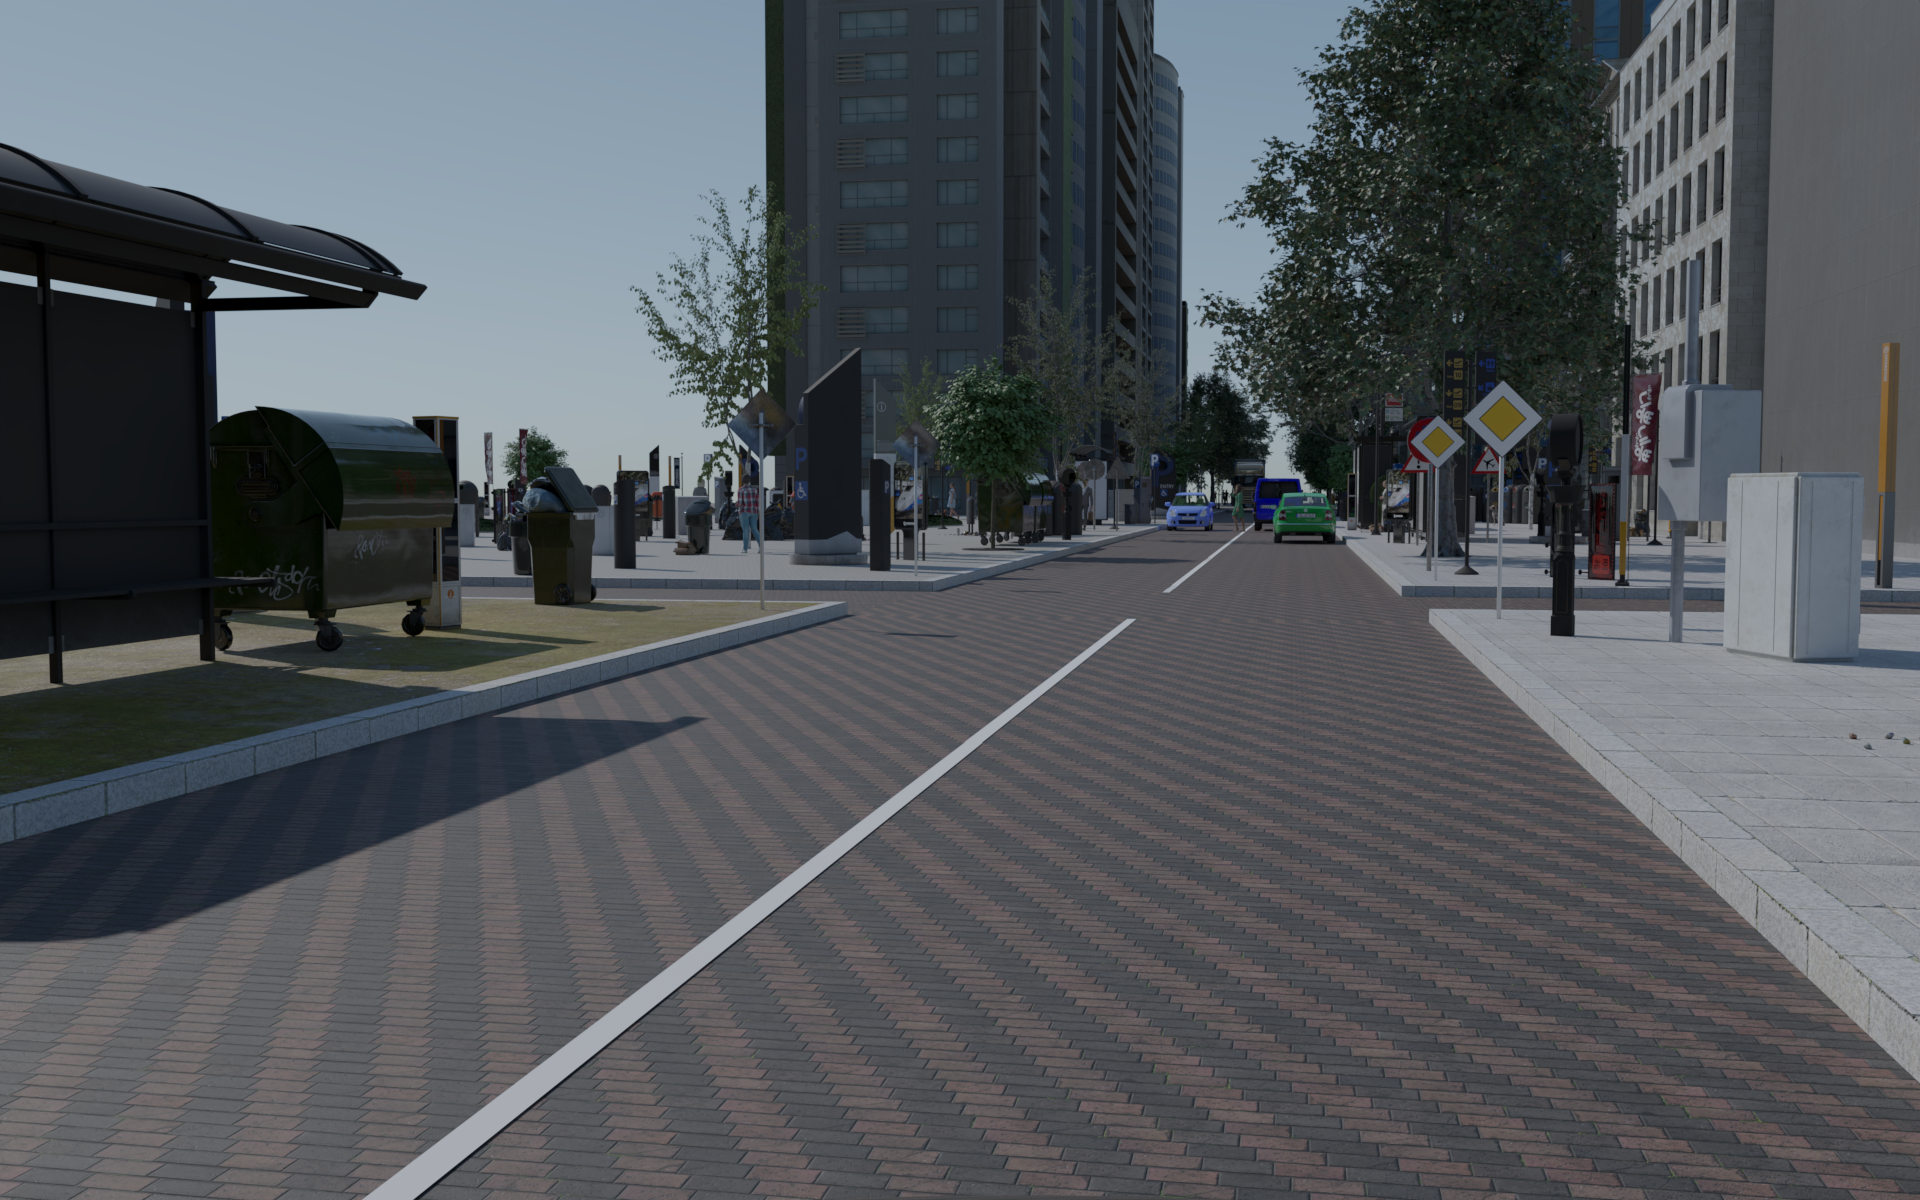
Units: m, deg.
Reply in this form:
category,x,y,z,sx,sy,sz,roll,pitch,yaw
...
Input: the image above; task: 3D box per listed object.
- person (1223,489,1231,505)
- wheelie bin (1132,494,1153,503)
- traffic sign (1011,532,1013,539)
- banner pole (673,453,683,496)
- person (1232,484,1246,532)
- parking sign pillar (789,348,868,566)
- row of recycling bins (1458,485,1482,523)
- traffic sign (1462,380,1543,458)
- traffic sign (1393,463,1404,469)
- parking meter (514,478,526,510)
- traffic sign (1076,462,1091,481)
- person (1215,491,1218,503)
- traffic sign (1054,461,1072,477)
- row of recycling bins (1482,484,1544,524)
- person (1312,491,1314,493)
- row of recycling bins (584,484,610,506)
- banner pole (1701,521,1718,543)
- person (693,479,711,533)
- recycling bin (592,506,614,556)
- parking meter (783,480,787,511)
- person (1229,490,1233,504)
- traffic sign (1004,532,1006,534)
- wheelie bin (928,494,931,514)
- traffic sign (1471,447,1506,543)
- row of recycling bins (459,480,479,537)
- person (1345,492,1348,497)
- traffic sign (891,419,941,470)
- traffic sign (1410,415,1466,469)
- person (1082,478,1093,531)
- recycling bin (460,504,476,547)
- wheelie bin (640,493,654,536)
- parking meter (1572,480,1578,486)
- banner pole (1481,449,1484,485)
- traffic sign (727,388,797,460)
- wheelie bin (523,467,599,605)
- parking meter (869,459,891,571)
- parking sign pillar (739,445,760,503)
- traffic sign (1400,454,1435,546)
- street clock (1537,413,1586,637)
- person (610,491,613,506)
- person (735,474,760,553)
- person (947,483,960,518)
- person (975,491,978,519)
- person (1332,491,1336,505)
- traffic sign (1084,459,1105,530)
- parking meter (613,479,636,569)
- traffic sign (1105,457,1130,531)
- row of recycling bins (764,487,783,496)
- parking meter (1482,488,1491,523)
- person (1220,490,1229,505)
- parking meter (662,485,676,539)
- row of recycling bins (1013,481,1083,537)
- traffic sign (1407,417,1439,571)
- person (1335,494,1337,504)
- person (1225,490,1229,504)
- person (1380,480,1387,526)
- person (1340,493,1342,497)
category,x,y,z,sx,sy,sz,roll,pitch,yaw
person,31.158,-12.022,202.612,1.348,1.822,0.705,-1,4,-12
wheelie bin,8.250,-4.324,78.613,0.980,1.594,0.693,-1,4,-21
traffic sign,1.486,-2.901,49.557,0.606,2.300,0.079,1,4,14
banner pole,-16.896,-6.985,104.213,0.401,3.779,0.863,3,5,42
person,10.558,-3.471,65.498,0.529,1.795,0.600,0,4,-3
parking sign pillar,-2.412,-2.642,31.669,1.447,3.967,1.447,3,5,44
row of recycling bins,24.450,-4.565,81.754,1.069,1.692,3.534,2,4,35
traffic sign,5.544,-0.948,17.683,0.795,2.593,0.064,1,4,11
traffic sign,18.083,-4.374,71.614,0.768,2.556,0.104,1,4,16
parking meter,-16.508,-3.626,64.993,0.399,1.863,0.255,-2,4,-29
traffic sign,4.936,-4.161,68.143,0.768,2.556,0.104,1,4,12
person,35.619,-14.362,241.584,1.217,1.743,0.721,3,4,37
traffic sign,3.952,-4.055,66.410,0.768,2.556,0.104,1,4,14
row of recycling bins,24.123,-4.155,75.053,1.069,1.692,3.534,-1,4,-13
person,45.260,-13.151,222.524,0.593,1.643,0.415,3,4,36
row of recycling bins,-16.454,-4.152,74.995,3.534,1.692,1.069,3,4,39
banner pole,19.772,-3.364,45.024,0.863,3.779,0.401,2,4,35
person,-8.596,-3.136,57.492,0.537,1.800,0.526,1,4,20
recycling bin,-7.440,-1.459,36.403,0.722,1.027,0.722,-2,4,-24
parking meter,-7.170,-4.082,72.451,0.399,1.863,0.255,-2,4,-31
person,33.416,-12.587,212.400,0.990,1.755,0.434,3,4,36
traffic sign,1.261,-2.924,47.909,0.768,2.556,0.104,1,4,16
wheelie bin,-1.606,-4.121,75.284,0.693,1.594,0.980,0,4,-1
traffic sign,13.742,-2.755,45.047,0.884,2.594,0.081,1,4,20
row of recycling bins,-16.123,-2.782,52.605,3.534,1.692,1.069,1,4,22
person,23.284,-5.916,103.697,0.541,1.710,0.530,0,3,0
traffic sign,-0.700,-1.519,27.029,0.795,2.593,0.064,1,4,11
traffic sign,7.049,-1.427,25.526,0.795,2.593,0.064,1,4,11
person,4.390,-3.363,60.998,0.622,1.834,0.822,1,4,10
recycling bin,-12.267,-1.829,42.455,0.722,1.027,0.722,-1,4,-13
wheelie bin,-9.629,-2.733,52.589,0.693,1.594,0.980,-1,4,-10
parking meter,24.033,-3.806,67.947,0.399,1.863,0.255,-1,4,-8
banner pole,29.150,-6.519,96.606,0.401,3.779,0.863,2,4,28
traffic sign,-2.205,-1.040,19.186,0.795,2.593,0.064,1,4,11
wheelie bin,-4.680,-0.754,20.229,0.693,1.594,0.980,1,4,16
parking meter,-1.335,-1.424,28.996,0.255,1.863,0.399,1,4,20
parking sign pillar,-11.504,-6.508,94.869,1.447,3.967,1.447,3,4,36
traffic sign,11.393,-2.634,43.072,0.884,2.594,0.081,1,4,13
street clock,5.464,-0.677,15.643,0.358,2.002,0.471,2,4,28
person,-38.891,-11.248,193.084,0.721,1.739,1.217,0,4,5
person,-4.574,-1.874,37.521,0.563,1.720,0.643,-3,4,-38
person,-0.314,-4.803,84.666,0.778,1.811,0.616,2,4,33
person,1.035,-5.114,89.843,0.537,1.800,0.526,2,4,27
person,35.332,-9.630,164.231,1.217,1.736,0.721,-3,5,-45
traffic sign,4.824,-3.794,62.132,0.768,2.556,0.104,1,4,18
parking meter,-5.775,-1.310,29.832,0.372,1.533,0.369,0,3,0
traffic sign,5.447,-3.673,60.049,0.884,2.594,0.081,1,4,16
row of recycling bins,-11.064,-5.704,100.368,3.534,1.692,1.069,2,4,27
parking meter,23.783,-4.272,78.256,0.372,1.533,0.369,0,3,0
person,31.541,-12.304,207.196,1.348,1.826,0.705,2,4,31
parking meter,-8.370,-2.533,49.821,0.372,1.533,0.369,0,3,0
row of recycling bins,2.668,-2.829,53.359,1.069,1.692,3.534,2,4,32
traffic sign,7.823,-1.756,28.816,0.768,2.556,0.104,1,4,14
person,48.430,-13.233,223.136,1.217,1.736,0.721,0,4,0
person,35.715,-13.855,232.578,1.348,1.824,0.705,-3,5,-43
person,14.592,-3.232,59.429,0.362,1.759,0.519,0,4,-7
person,31.468,-8.309,142.692,0.742,1.727,0.445,-3,5,-42
